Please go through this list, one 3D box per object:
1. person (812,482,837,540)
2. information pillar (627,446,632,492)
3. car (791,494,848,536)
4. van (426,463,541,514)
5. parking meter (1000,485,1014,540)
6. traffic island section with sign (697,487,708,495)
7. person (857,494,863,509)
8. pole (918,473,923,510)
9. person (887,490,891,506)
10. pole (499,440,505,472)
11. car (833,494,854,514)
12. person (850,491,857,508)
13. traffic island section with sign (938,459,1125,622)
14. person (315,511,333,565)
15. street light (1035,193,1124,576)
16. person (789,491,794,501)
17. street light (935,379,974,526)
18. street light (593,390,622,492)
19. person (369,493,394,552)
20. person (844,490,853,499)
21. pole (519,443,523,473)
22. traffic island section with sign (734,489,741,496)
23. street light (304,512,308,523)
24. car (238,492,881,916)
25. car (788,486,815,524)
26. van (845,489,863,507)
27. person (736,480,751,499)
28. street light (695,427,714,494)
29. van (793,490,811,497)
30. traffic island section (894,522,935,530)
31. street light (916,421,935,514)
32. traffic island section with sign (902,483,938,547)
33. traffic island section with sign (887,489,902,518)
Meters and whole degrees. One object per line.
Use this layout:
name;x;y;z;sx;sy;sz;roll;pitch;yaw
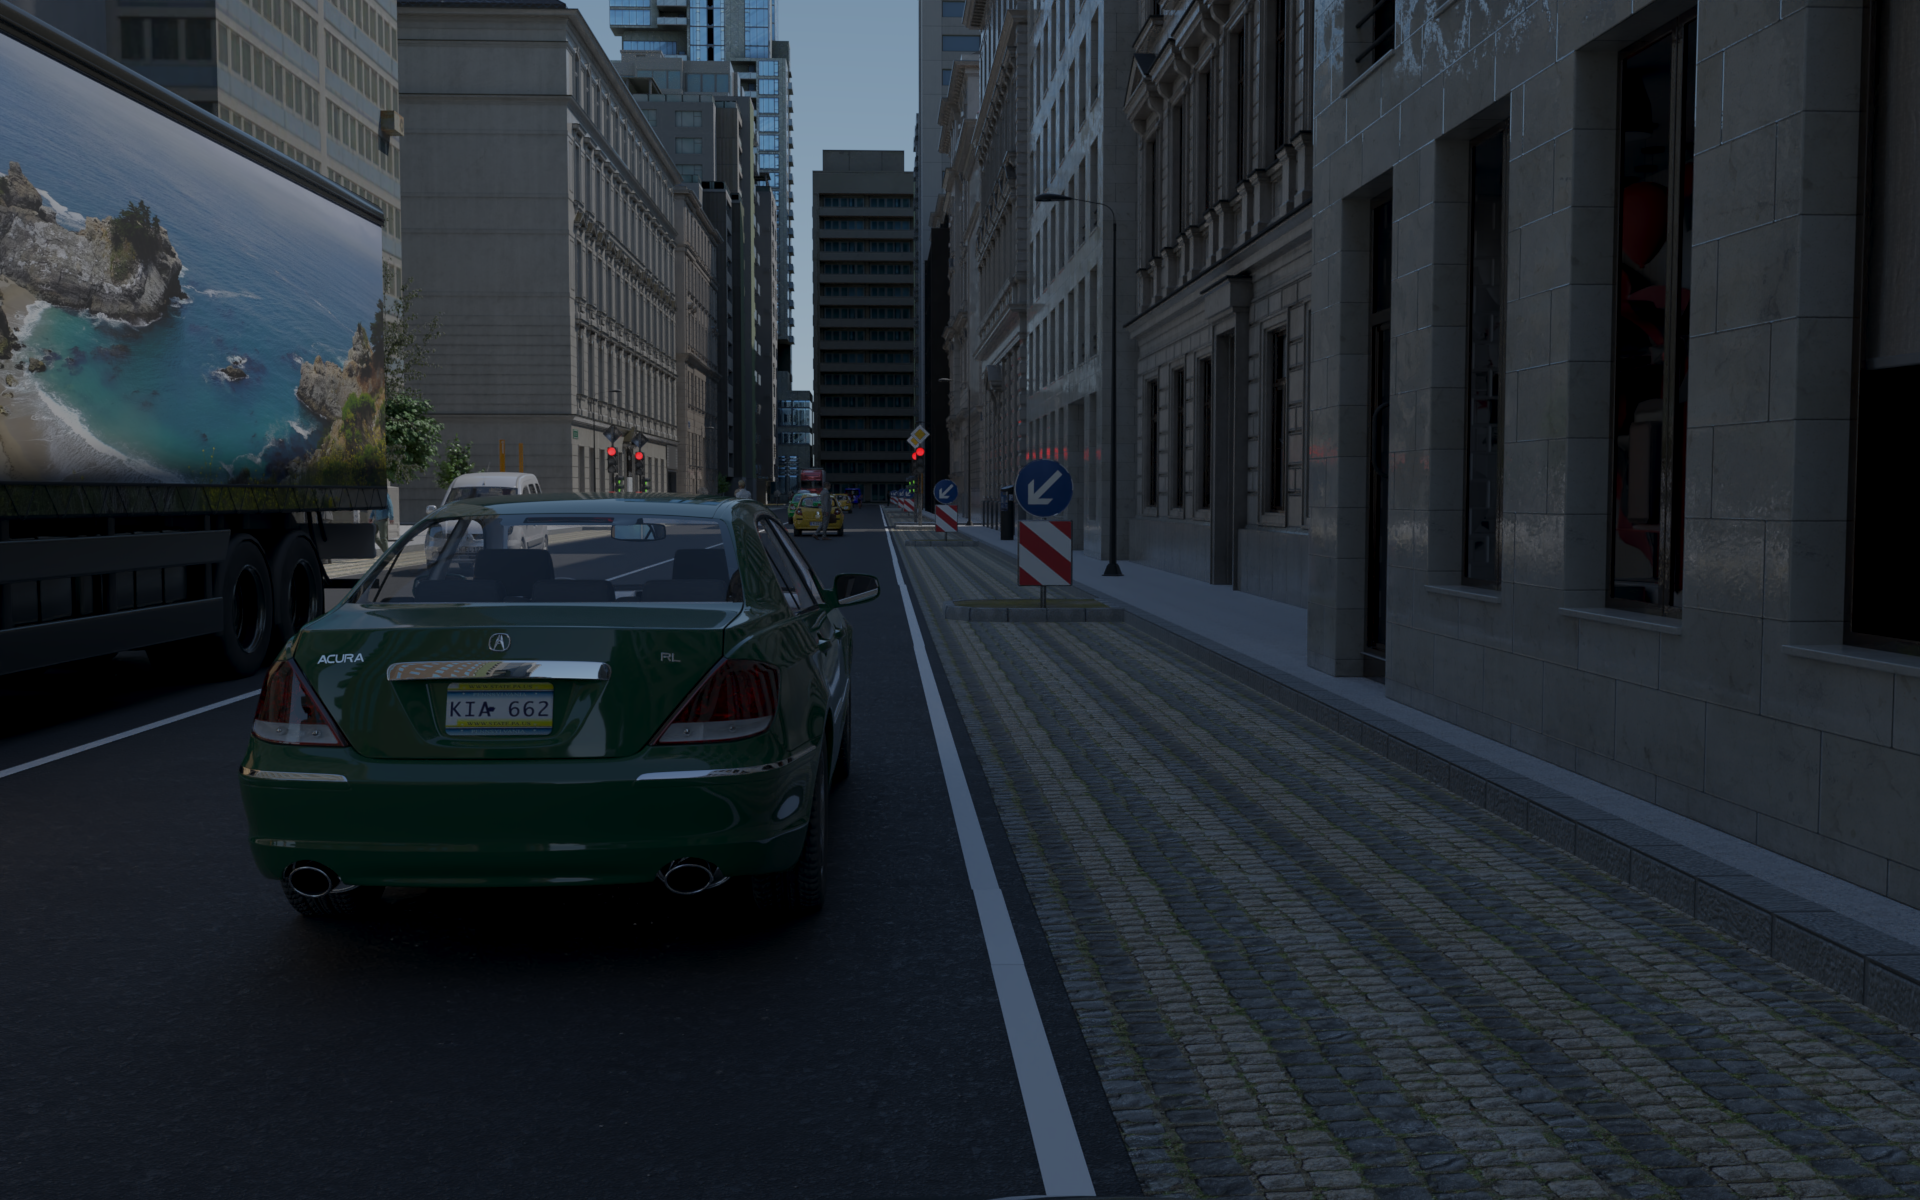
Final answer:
person;-4.174;-2.773;53.954;0.853;1.813;0.709;-2;4;-25
information pillar;-16.292;-5.751;85.386;0.183;3.616;0.504;1;4;11
car;-4.879;-3.045;60.005;2.015;1.641;3.980;0;4;-3
van;-8.713;-1.531;32.048;2.013;2.044;4.112;0;4;-5
parking meter;1.313;-2.433;48.183;0.372;1.533;0.369;0;3;0
traffic island section with sign;-15.166;-5.728;102.278;1.989;1.847;2.006;0;4;-3
person;-9.753;-9.670;169.833;0.421;1.427;0.697;-3;4;-38
pole;-3.042;-8.835;138.292;0.158;3.312;0.155;0;3;0
person;-7.630;-10.813;185.312;0.705;1.821;1.348;-1;4;-18
pole;-17.128;-4.344;64.872;0.158;3.312;0.155;0;3;0
car;-8.901;-7.255;128.836;2.015;1.641;3.980;0;4;-1
person;-11.121;-10.385;178.820;1.217;1.766;0.721;-1;4;-14
traffic island section with sign;0.802;-0.706;20.170;1.989;1.847;2.006;0;4;-3
person;-12.972;-1.640;35.119;0.447;1.846;0.655;0;4;-3
street light;1.854;-3.327;26.945;1.470;5.913;1.316;0;4;-3
person;-18.754;-11.255;193.230;0.721;1.736;1.217;2;4;25
street light;-0.155;-5.951;69.834;1.470;5.913;1.316;0;4;-3
street light;-15.740;-6.398;77.154;1.470;5.913;1.316;0;4;-3
person;-12.160;-1.688;36.445;0.444;1.785;0.601;-3;5;-42
person;-10.559;-9.308;160.651;1.348;1.831;0.705;1;4;8
pole;-17.573;-4.622;69.410;0.158;3.312;0.155;0;3;0
traffic island section with sign;-16.467;-7.380;129.283;1.989;1.847;2.006;0;4;-3
street light;-13.844;-4.005;38.017;1.470;5.913;1.316;0;4;-3
car;-1.410;0.272;7.344;2.131;1.459;4.920;0;4;-2
car;-7.419;-4.635;84.582;1.959;1.807;4.718;0;4;-2
van;-12.017;-11.647;194.808;2.240;2.365;5.245;0;4;-2
person;-5.542;-2.185;44.449;0.478;1.798;0.641;-2;4;-25
street light;-17.746;-9.022;120.049;1.470;5.913;1.316;0;4;-3
van;-15.589;-10.134;172.710;2.013;2.044;4.112;0;4;-4
traffic island section;-1.592;-2.923;70.074;2.009;0.180;2.903;0;4;-3
street light;-2.129;-8.427;110.320;1.470;5.913;1.316;0;4;-3
traffic island section with sign;-0.520;-2.394;47.764;1.989;1.847;2.006;0;4;-3
traffic island section with sign;-3.148;-5.749;102.621;1.989;1.847;2.006;0;4;-3
